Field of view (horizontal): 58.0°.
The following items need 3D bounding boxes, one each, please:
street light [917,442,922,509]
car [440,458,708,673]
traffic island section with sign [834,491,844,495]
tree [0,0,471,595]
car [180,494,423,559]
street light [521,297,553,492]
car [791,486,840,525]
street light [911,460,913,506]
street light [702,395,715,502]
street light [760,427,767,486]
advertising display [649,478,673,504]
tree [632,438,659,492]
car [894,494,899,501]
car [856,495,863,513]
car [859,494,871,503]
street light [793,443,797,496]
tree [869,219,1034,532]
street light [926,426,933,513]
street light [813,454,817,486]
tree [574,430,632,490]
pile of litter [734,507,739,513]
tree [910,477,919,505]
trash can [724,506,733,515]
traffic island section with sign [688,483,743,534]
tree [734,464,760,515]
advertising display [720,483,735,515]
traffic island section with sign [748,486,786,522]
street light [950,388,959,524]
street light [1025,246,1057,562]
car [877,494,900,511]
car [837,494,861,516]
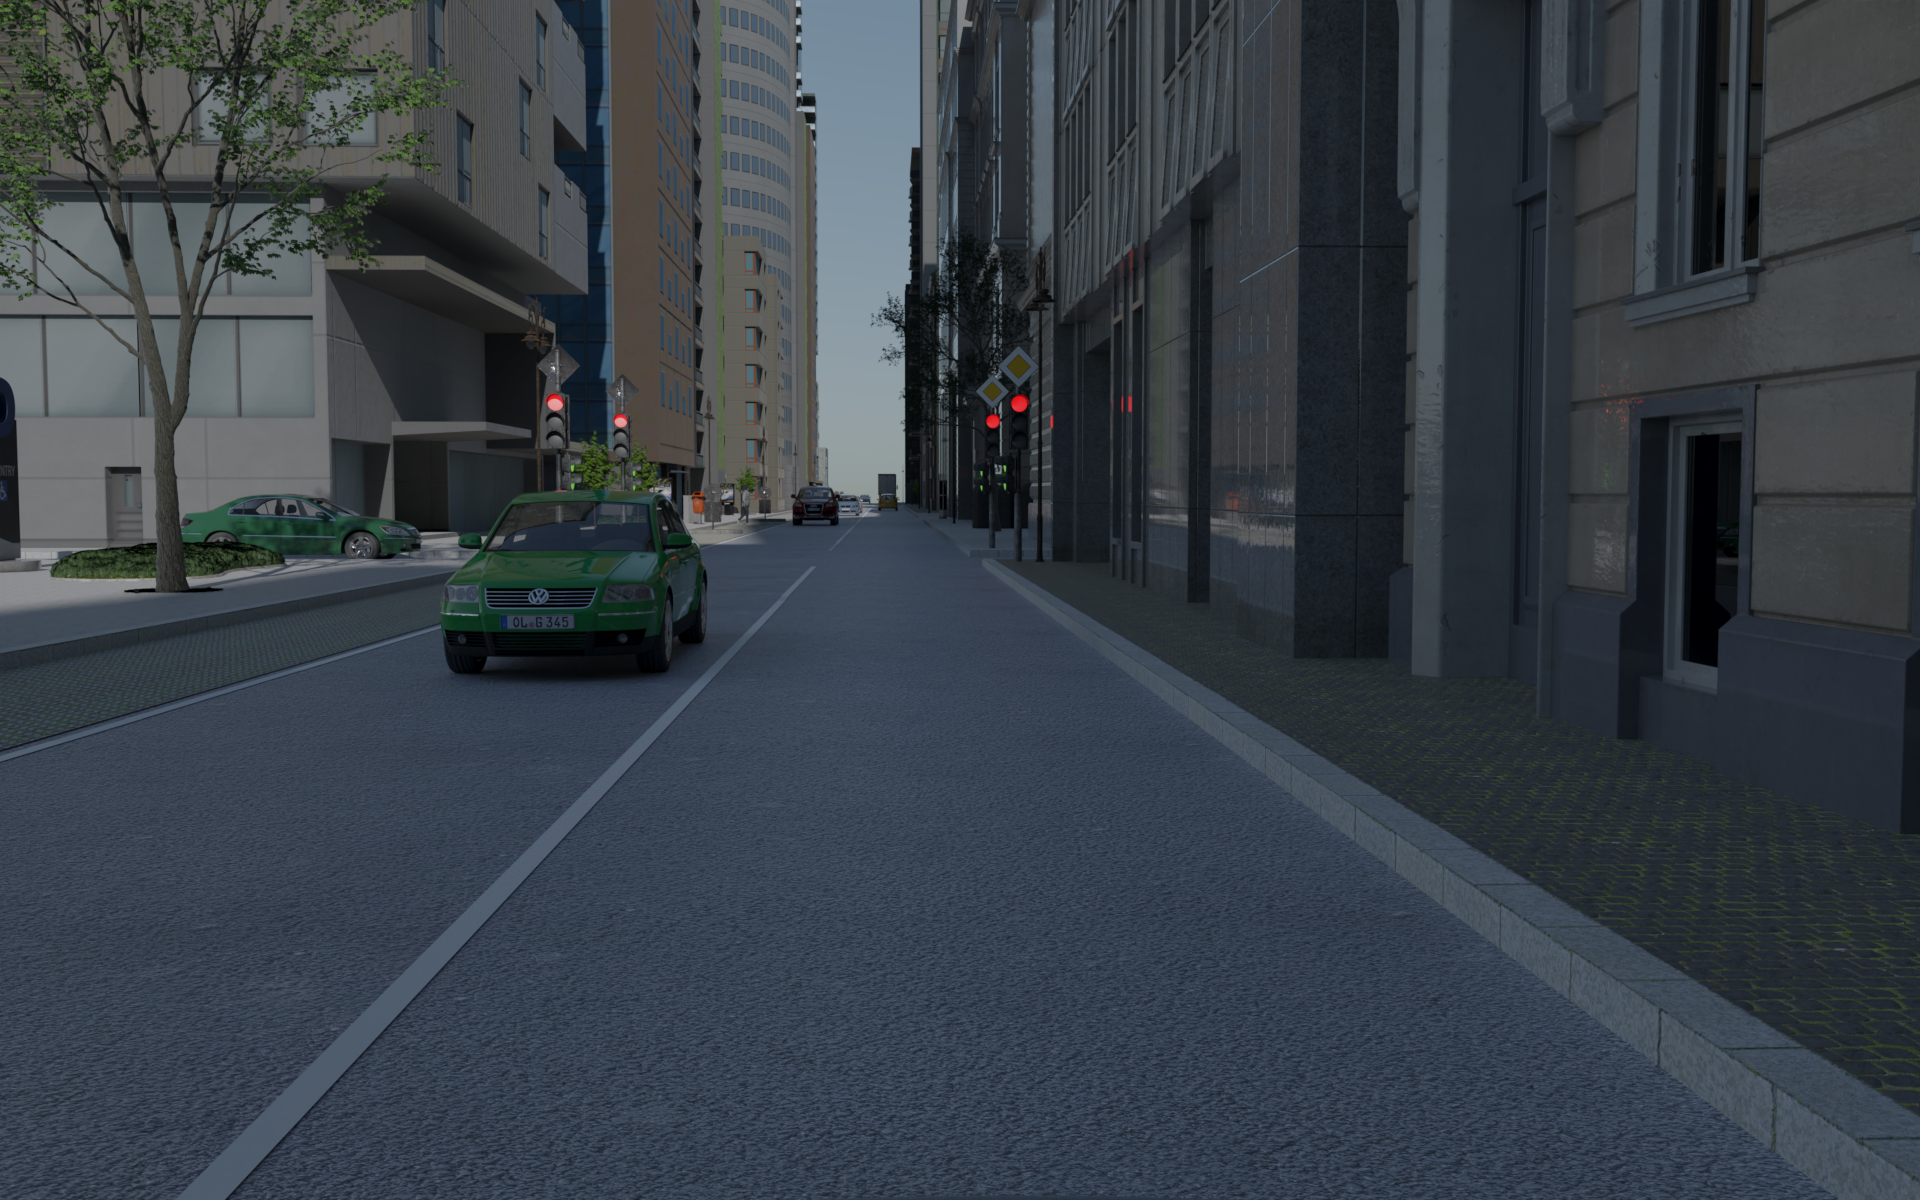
[{"bbox_3d":[-3.574,-10.964,152.054,0.468,5.910,1.993,0,4,-2],"label":"street light"},{"bbox_3d":[-3.282,-0.397,15.280,1.959,1.807,4.718,0,4,-3],"label":"car"},{"bbox_3d":[-16.977,-14.763,249.998,1.989,1.847,2.006,0,4,-2],"label":"traffic island section with sign"},{"bbox_3d":[-10.348,-5.916,22.480,9.928,11.665,9.643,0,3,0],"label":"tree"},{"bbox_3d":[-13.883,-1.515,36.563,4.920,1.459,2.131,0,4,-4],"label":"car"},{"bbox_3d":[-9.947,-4.164,40.877,0.468,5.910,1.993,0,4,-2],"label":"street light"},{"bbox_3d":[-6.713,-4.412,80.807,2.281,1.827,5.304,0,4,-2],"label":"car"},{"bbox_3d":[-5.323,-13.415,192.119,0.468,5.910,1.993,0,4,-2],"label":"street light"},{"bbox_3d":[-11.709,-6.615,80.942,0.468,5.910,1.993,0,4,-2],"label":"street light"},{"bbox_3d":[-13.253,-8.829,117.139,0.468,5.910,1.993,0,4,-2],"label":"street light"},{"bbox_3d":[-11.730,-3.835,67.923,0.974,1.923,0.123,1,4,13],"label":"advertising display"},{"bbox_3d":[-11.101,-3.938,58.987,1.663,3.219,1.824,0,3,0],"label":"tree"},{"bbox_3d":[-8.715,-12.523,216.553,2.131,1.459,4.920,0,4,-1],"label":"car"},{"bbox_3d":[-8.333,-7.216,130.343,2.083,1.381,4.827,0,4,-1],"label":"car"},{"bbox_3d":[-14.918,-15.827,271.138,2.083,1.381,4.827,0,4,-3],"label":"car"},{"bbox_3d":[-14.930,-11.280,157.208,0.468,5.910,1.993,0,4,-2],"label":"street light"},{"bbox_3d":[0.966,-7.636,59.253,7.601,10.594,8.767,1,4,22],"label":"tree"},{"bbox_3d":[-2.059,-8.726,115.453,0.468,5.910,1.993,0,4,-2],"label":"street light"},{"bbox_3d":[-16.791,-13.910,200.209,0.468,5.910,1.993,0,4,-2],"label":"street light"},{"bbox_3d":[-10.912,-3.530,52.318,1.663,3.219,1.824,0,3,0],"label":"tree"},{"bbox_3d":[-15.317,-6.131,114.212,1.719,0.858,1.176,-2,4,-24],"label":"pile of litter"},{"bbox_3d":[-5.025,-12.576,200.214,1.663,3.219,1.824,0,3,0],"label":"tree"},{"bbox_3d":[-14.349,-5.866,107.569,0.748,1.137,0.748,0,3,0],"label":"trash can"},{"bbox_3d":[-8.849,-3.279,62.239,1.989,1.847,2.006,0,4,-2],"label":"traffic island section with sign"},{"bbox_3d":[-13.377,-7.003,109.107,1.663,3.219,1.824,0,3,0],"label":"tree"},{"bbox_3d":[-13.955,-6.037,103.916,0.974,1.923,0.123,2,4,28],"label":"advertising display"},{"bbox_3d":[-10.028,-4.950,89.561,1.989,1.847,2.006,0,4,-2],"label":"traffic island section with sign"},{"bbox_3d":[-0.256,-6.273,75.351,0.468,5.910,1.993,0,4,-2],"label":"street light"},{"bbox_3d":[1.508,-3.656,32.563,0.468,5.910,1.993,0,4,-2],"label":"street light"},{"bbox_3d":[-6.273,-8.611,151.009,2.015,1.641,3.980,0,4,-1],"label":"car"},{"bbox_3d":[-7.497,-6.251,114.211,2.014,1.417,4.499,0,4,-2],"label":"car"}]
